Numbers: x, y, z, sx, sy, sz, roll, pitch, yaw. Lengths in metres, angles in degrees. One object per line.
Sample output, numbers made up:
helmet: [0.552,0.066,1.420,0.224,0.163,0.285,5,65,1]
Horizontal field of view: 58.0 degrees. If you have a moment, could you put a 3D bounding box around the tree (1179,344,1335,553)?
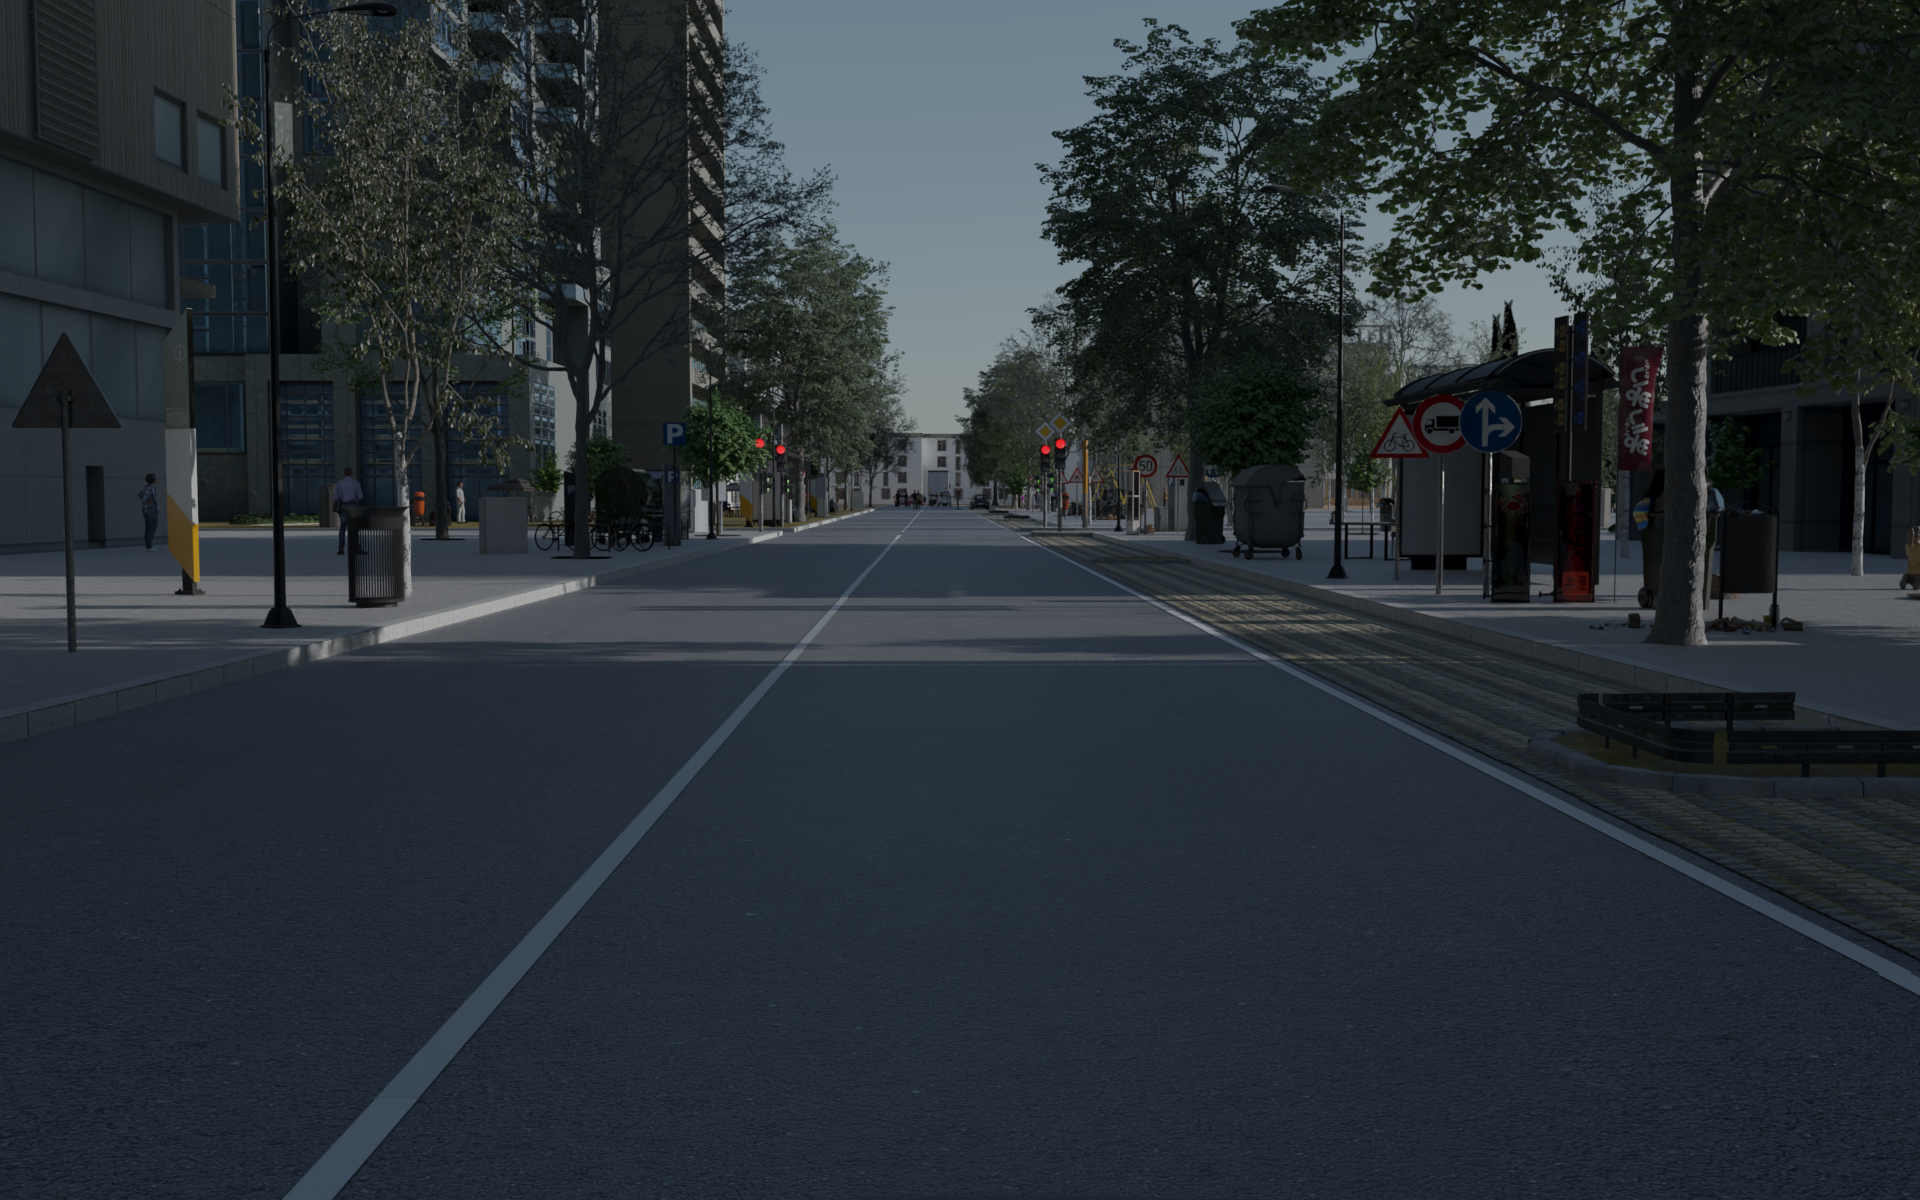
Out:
tree: [6.510,-3.329,38.143,4.285,4.588,4.351,0,3,0]

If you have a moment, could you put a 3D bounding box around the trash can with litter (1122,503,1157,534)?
trash can with litter: [5.817,-2.735,56.104,1.055,1.170,0.624,-2,4,-29]

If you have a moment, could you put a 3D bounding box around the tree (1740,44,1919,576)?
tree: [14.268,-4.674,26.780,4.737,8.622,4.395,0,3,0]

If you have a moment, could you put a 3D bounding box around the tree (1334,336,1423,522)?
tree: [19.437,-7.963,80.561,4.737,8.622,4.395,0,3,0]

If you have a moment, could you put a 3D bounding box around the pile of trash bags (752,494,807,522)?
pile of trash bags: [-8.775,-4.214,78.649,1.912,1.369,3.447,2,4,26]

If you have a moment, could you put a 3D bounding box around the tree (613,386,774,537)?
tree: [-7.474,-4.232,52.913,4.285,4.588,4.351,0,3,0]

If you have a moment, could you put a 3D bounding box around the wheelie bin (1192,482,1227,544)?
wheelie bin: [6.364,-2.230,44.363,0.980,1.594,0.693,-3,5,-42]

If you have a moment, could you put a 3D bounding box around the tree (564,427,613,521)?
tree: [-17.561,-6.148,84.232,4.285,4.588,4.351,0,3,0]

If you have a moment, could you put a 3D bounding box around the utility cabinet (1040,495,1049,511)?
utility cabinet: [6.442,-7.333,131.054,0.306,1.237,1.020,-2,4,-34]

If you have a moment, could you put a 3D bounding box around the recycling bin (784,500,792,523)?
recycling bin: [-7.797,-3.905,76.395,0.722,1.027,0.722,0,4,-2]

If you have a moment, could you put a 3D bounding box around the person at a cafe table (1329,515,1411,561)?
person at a cafe table: [8.509,-1.423,34.132,1.726,1.238,1.698,-2,4,-34]

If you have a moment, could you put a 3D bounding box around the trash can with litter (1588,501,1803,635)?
trash can with litter: [7.109,-0.338,16.579,2.233,1.210,1.678,0,4,3]

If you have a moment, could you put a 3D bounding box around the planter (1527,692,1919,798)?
planter: [4.100,0.737,9.096,1.991,0.319,1.994,0,4,-1]

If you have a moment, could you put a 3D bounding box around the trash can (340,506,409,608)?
trash can: [-6.638,-0.491,19.680,0.748,1.137,0.748,0,3,0]

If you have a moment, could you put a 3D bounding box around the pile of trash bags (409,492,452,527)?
pile of trash bags: [-21.085,-3.579,68.265,1.912,1.369,3.447,-1,4,-10]

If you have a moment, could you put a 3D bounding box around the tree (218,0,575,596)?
tree: [-6.920,-4.346,21.416,4.360,8.622,3.978,0,3,0]

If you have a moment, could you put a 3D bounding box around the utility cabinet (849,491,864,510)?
utility cabinet: [-8.343,-7.977,139.102,1.173,1.500,0.318,-2,4,-30]

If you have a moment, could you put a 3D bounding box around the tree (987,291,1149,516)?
tree: [6.094,-11.696,101.604,12.009,13.543,11.850,0,3,0]

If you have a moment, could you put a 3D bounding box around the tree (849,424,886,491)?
tree: [-9.078,-12.754,158.891,4.360,8.622,3.978,0,3,0]

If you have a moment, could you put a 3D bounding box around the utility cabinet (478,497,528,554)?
utility cabinet: [-9.824,-1.596,37.250,1.020,1.237,0.306,-3,5,-44]

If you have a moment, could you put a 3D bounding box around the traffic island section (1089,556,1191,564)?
traffic island section: [3.730,-0.828,36.409,1.991,0.108,1.994,0,4,-1]

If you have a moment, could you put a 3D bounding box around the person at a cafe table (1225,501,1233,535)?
person at a cafe table: [9.114,-2.787,54.084,1.622,1.524,1.698,-1,4,-12]

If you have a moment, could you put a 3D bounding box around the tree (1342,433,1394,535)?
tree: [12.881,-3.680,54.770,1.663,3.219,1.824,0,3,0]

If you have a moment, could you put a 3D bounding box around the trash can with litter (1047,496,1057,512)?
trash can with litter: [6.625,-6.958,125.144,0.624,1.170,1.055,1,4,17]

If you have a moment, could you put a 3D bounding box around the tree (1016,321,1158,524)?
tree: [5.335,-7.481,72.675,4.360,8.622,3.978,0,3,0]

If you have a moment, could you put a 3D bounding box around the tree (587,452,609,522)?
tree: [-16.468,-5.126,78.409,1.663,3.219,1.824,0,3,0]

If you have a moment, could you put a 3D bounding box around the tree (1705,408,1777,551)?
tree: [17.239,-2.724,39.145,1.663,3.219,1.824,0,3,0]

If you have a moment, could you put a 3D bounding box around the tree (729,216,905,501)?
tree: [-10.098,-16.200,120.754,12.611,20.169,13.585,0,3,0]

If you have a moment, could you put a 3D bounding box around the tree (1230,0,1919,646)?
tree: [6.216,-5.921,14.937,7.486,12.596,7.792,0,3,0]

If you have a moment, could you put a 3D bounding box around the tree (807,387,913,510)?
tree: [-8.867,-12.422,137.507,8.767,10.594,7.601,3,5,43]

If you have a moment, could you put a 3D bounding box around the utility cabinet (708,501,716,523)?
utility cabinet: [-11.087,-4.067,77.652,0.306,1.237,1.020,1,4,16]

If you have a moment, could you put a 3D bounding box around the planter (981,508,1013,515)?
planter: [2.592,-5.960,118.585,1.991,0.319,1.994,0,4,-1]

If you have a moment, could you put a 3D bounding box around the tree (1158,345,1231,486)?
tree: [11.041,-7.952,80.383,4.360,8.622,3.978,0,3,0]

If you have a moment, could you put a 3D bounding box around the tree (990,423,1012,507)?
tree: [4.244,-13.686,174.135,4.737,8.622,4.395,0,3,0]

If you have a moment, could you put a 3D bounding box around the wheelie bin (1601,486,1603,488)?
wheelie bin: [25.593,-3.751,69.230,0.693,1.594,0.980,2,4,34]

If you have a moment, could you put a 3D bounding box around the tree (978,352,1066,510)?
tree: [5.242,-13.410,137.388,7.486,12.596,7.792,0,3,0]

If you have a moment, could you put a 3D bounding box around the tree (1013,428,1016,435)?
tree: [5.709,-9.890,112.064,4.360,8.622,3.978,0,3,0]

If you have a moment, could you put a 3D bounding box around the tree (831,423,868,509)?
tree: [-9.791,-12.341,152.139,4.737,8.622,4.395,0,3,0]

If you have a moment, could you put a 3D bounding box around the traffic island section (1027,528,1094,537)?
traffic island section: [3.417,-2.245,58.993,2.009,0.180,2.903,0,4,-1]

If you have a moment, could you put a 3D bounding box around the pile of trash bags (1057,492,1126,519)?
pile of trash bags: [6.675,-4.801,88.249,3.447,1.369,1.912,0,4,-7]

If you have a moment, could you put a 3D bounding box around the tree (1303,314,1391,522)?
tree: [15.678,-7.374,70.928,4.360,8.622,3.978,0,3,0]

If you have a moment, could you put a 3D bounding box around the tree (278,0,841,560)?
tree: [-7.455,-7.565,34.055,12.009,13.543,11.850,0,3,0]

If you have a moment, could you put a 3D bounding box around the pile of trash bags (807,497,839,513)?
pile of trash bags: [-9.767,-6.552,116.882,1.912,1.369,3.447,2,4,32]

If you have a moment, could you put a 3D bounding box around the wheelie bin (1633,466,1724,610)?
wheelie bin: [8.047,-0.698,19.320,0.980,1.594,0.693,0,4,-6]

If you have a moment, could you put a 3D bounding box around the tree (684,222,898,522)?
tree: [-7.658,-10.650,80.777,9.857,13.997,8.962,0,3,0]

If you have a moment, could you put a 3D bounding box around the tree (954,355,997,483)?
tree: [4.663,-14.953,151.144,9.857,13.997,8.962,0,3,0]

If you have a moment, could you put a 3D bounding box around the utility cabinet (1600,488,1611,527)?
utility cabinet: [24.661,-3.572,67.086,0.318,1.500,1.173,-1,4,-20]

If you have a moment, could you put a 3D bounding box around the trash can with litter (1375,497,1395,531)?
trash can with litter: [14.658,-2.941,59.475,0.624,1.170,1.055,2,4,23]

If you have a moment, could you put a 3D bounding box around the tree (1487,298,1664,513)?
tree: [41.940,-13.507,122.663,13.155,14.587,18.604,-1,4,-9]

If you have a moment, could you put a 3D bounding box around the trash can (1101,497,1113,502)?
trash can: [8.065,-5.103,95.093,0.748,1.137,0.748,0,3,0]

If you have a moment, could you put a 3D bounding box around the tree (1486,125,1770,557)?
tree: [13.673,-5.162,34.766,4.360,8.622,3.978,0,3,0]

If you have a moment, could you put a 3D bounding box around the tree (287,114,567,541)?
tree: [-14.535,-7.468,47.858,9.928,11.665,9.643,0,3,0]

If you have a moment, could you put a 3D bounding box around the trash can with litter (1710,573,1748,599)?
trash can with litter: [9.286,-0.621,21.543,0.624,1.170,1.055,-2,4,-33]

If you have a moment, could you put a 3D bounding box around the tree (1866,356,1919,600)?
tree: [12.117,-1.604,20.829,1.663,3.219,1.824,0,3,0]

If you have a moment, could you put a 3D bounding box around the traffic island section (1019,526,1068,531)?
traffic island section: [3.307,-2.734,66.978,2.009,0.180,2.903,0,4,-1]

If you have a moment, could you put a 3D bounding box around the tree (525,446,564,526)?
tree: [-16.653,-4.622,70.175,1.663,3.219,1.824,0,3,0]

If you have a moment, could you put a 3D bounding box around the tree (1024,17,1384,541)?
tree: [6.641,-8.607,47.379,9.857,13.997,8.962,0,3,0]

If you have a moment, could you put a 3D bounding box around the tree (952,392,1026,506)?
tree: [3.752,-16.298,183.487,9.611,12.733,9.660,0,3,0]

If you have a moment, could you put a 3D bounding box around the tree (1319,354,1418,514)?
tree: [26.643,-10.838,111.620,8.767,10.594,7.601,1,4,15]
